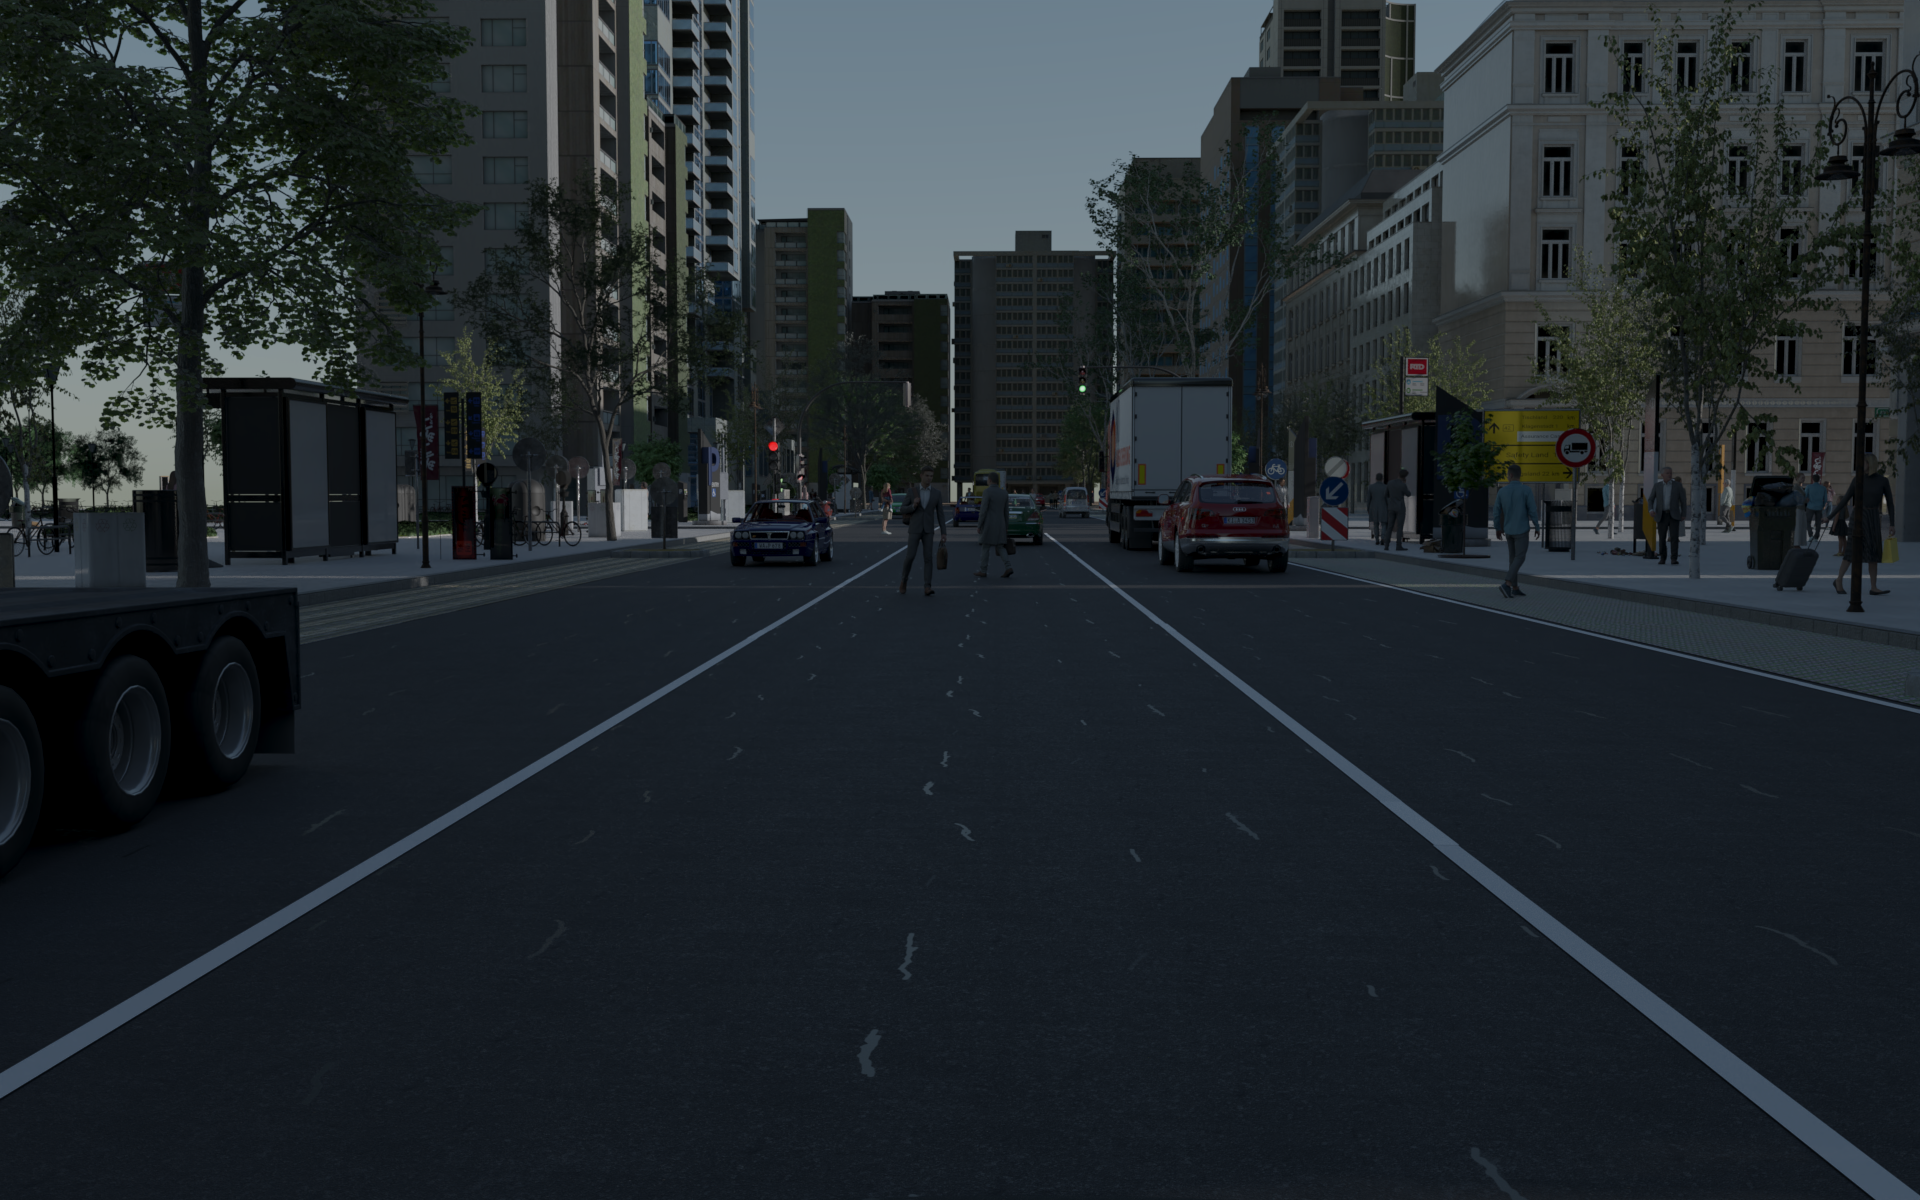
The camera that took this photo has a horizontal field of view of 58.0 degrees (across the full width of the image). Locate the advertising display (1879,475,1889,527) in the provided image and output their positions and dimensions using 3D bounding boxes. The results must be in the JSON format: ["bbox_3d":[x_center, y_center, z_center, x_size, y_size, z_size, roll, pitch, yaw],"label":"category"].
[{"bbox_3d":[31.350,-3.253,58.397,0.974,1.923,0.123,-2,4,-28],"label":"advertising display"}]

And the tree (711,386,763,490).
[{"bbox_3d":[-14.811,-10.135,116.067,4.737,8.622,4.395,0,3,0],"label":"tree"}]

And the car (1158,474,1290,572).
[{"bbox_3d":[5.012,-1.508,33.321,2.281,1.827,5.304,0,4,1],"label":"car"}]

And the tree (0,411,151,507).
[{"bbox_3d":[-63.888,-9.436,117.184,11.467,7.101,20.602,0,4,-2],"label":"tree"}]

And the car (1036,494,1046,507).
[{"bbox_3d":[8.649,-11.422,195.789,2.155,1.783,4.494,0,4,-1],"label":"car"}]

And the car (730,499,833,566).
[{"bbox_3d":[-3.643,-1.414,35.698,1.945,1.354,3.894,0,4,3],"label":"car"}]

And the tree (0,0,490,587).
[{"bbox_3d":[-9.649,-6.369,22.254,7.486,12.596,7.792,0,3,0],"label":"tree"}]

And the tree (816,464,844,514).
[{"bbox_3d":[-8.166,-7.114,110.909,1.663,3.219,1.824,0,3,0],"label":"tree"}]

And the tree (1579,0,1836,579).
[{"bbox_3d":[11.254,-4.618,25.862,4.737,8.622,4.395,0,3,0],"label":"tree"}]

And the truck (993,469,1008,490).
[{"bbox_3d":[3.981,-12.740,197.218,2.839,4.237,11.283,0,4,2],"label":"truck"}]

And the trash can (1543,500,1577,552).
[{"bbox_3d":[13.317,-1.640,38.471,0.748,1.137,0.748,0,3,0],"label":"trash can"}]

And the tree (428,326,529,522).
[{"bbox_3d":[-21.339,-7.744,76.983,4.737,8.622,4.395,0,3,0],"label":"tree"}]

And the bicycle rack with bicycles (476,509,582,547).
[{"bbox_3d":[-11.049,-1.769,42.306,2.925,0.926,2.852,3,5,40],"label":"bicycle rack with bicycles"}]

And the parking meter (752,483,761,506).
[{"bbox_3d":[-10.663,-5.201,90.750,0.399,1.863,0.255,3,4,38],"label":"parking meter"}]

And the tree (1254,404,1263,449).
[{"bbox_3d":[22.758,-10.239,117.774,4.360,8.622,3.978,0,3,0],"label":"tree"}]

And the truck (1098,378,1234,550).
[{"bbox_3d":[5.458,-3.571,47.297,2.839,4.237,11.283,0,4,1],"label":"truck"}]

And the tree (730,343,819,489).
[{"bbox_3d":[-8.923,-8.162,83.814,4.360,8.622,3.978,0,3,0],"label":"tree"}]

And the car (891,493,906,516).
[{"bbox_3d":[-3.425,-5.662,101.364,1.959,1.807,4.718,0,4,-1],"label":"car"}]

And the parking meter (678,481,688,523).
[{"bbox_3d":[-12.512,-4.433,78.192,0.399,1.863,0.255,2,4,32],"label":"parking meter"}]

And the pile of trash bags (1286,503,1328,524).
[{"bbox_3d":[13.986,-3.844,72.604,3.447,1.369,1.912,-2,4,-24],"label":"pile of trash bags"}]

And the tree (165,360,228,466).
[{"bbox_3d":[-40.982,-8.748,93.399,4.360,8.622,3.978,0,3,0],"label":"tree"}]

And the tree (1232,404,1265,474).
[{"bbox_3d":[22.977,-11.783,143.018,4.737,8.622,4.395,0,3,0],"label":"tree"}]

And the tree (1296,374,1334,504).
[{"bbox_3d":[22.342,-9.470,105.201,4.737,8.622,4.395,0,3,0],"label":"tree"}]

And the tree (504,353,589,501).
[{"bbox_3d":[-21.019,-8.459,88.668,4.360,8.622,3.978,0,3,0],"label":"tree"}]

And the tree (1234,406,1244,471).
[{"bbox_3d":[23.345,-11.516,138.649,4.360,8.622,3.978,0,3,0],"label":"tree"}]

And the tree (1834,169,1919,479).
[{"bbox_3d":[21.389,-5.335,37.590,4.360,8.622,3.978,0,3,0],"label":"tree"}]

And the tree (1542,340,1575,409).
[{"bbox_3d":[22.054,-6.586,58.044,4.360,8.622,3.978,0,3,0],"label":"tree"}]

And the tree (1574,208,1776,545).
[{"bbox_3d":[18.522,-5.693,43.445,4.360,8.622,3.978,0,3,0],"label":"tree"}]

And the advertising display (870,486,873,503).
[{"bbox_3d":[-7.011,-8.076,137.254,0.123,1.923,0.974,0,4,0],"label":"advertising display"}]

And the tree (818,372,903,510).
[{"bbox_3d":[-8.062,-13.344,143.925,9.928,11.665,9.643,0,3,0],"label":"tree"}]

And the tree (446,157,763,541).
[{"bbox_3d":[-9.643,-6.919,47.546,8.767,10.594,7.601,-1,4,-18],"label":"tree"}]

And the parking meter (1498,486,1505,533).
[{"bbox_3d":[17.955,-2.985,57.211,0.372,1.533,0.369,0,3,0],"label":"parking meter"}]

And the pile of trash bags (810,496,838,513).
[{"bbox_3d":[-9.750,-6.345,113.500,3.447,1.369,1.912,0,4,-7],"label":"pile of trash bags"}]

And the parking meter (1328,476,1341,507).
[{"bbox_3d":[12.245,-3.107,56.515,0.399,1.863,0.255,2,4,32],"label":"parking meter"}]

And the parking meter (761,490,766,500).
[{"bbox_3d":[-11.571,-5.706,101.697,0.372,1.533,0.369,0,3,0],"label":"parking meter"}]

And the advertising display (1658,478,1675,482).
[{"bbox_3d":[27.911,-3.876,68.580,0.974,1.923,0.123,0,4,-5],"label":"advertising display"}]

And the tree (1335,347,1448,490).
[{"bbox_3d":[22.578,-8.596,90.912,4.360,8.622,3.978,0,3,0],"label":"tree"}]

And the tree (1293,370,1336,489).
[{"bbox_3d":[21.457,-9.066,98.597,4.360,8.622,3.978,0,3,0],"label":"tree"}]

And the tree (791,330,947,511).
[{"bbox_3d":[-7.565,-13.424,129.849,12.009,13.543,11.850,0,3,0],"label":"tree"}]

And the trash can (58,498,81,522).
[{"bbox_3d":[-30.427,-2.905,59.146,0.748,1.137,0.748,0,3,0],"label":"trash can"}]

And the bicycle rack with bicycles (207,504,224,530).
[{"bbox_3d":[-27.217,-2.943,61.497,2.925,0.926,2.852,-2,4,-25],"label":"bicycle rack with bicycles"}]

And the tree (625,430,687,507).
[{"bbox_3d":[-15.710,-6.478,89.637,4.285,4.588,4.351,0,3,0],"label":"tree"}]

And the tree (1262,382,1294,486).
[{"bbox_3d":[22.485,-9.942,112.922,4.360,8.622,3.978,0,3,0],"label":"tree"}]

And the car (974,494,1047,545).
[{"bbox_3d":[1.472,-2.344,50.129,2.131,1.459,4.920,0,4,2],"label":"car"}]

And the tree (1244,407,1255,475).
[{"bbox_3d":[23.308,-10.826,127.371,4.360,8.622,3.978,0,3,0],"label":"tree"}]

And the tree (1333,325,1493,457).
[{"bbox_3d":[19.418,-7.585,74.381,4.737,8.622,4.395,0,3,0],"label":"tree"}]

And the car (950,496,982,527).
[{"bbox_3d":[0.539,-3.911,76.531,1.945,1.354,3.894,0,4,-1],"label":"car"}]
